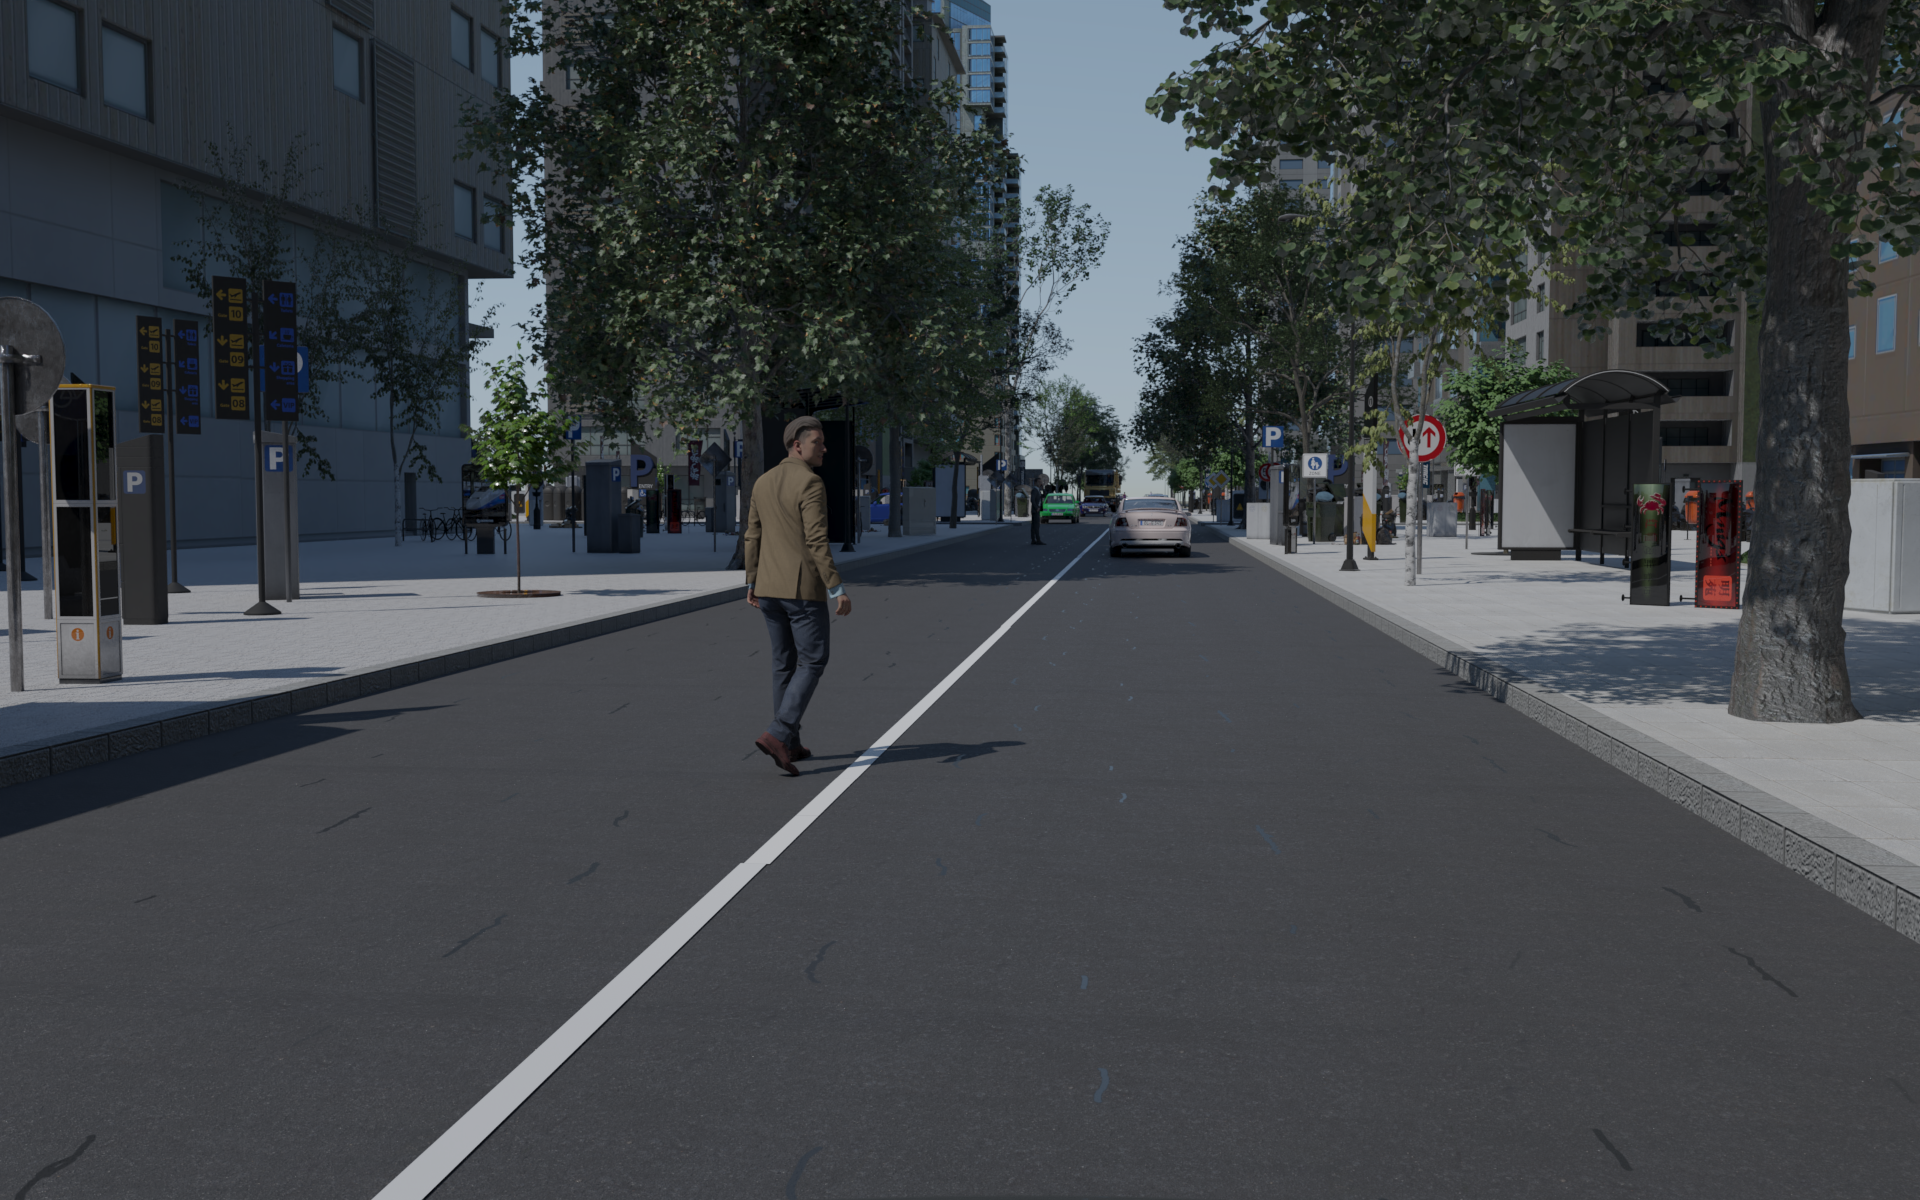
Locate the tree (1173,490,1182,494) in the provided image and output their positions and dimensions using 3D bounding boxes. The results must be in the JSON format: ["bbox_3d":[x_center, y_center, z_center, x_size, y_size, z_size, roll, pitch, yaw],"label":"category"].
[{"bbox_3d":[30.306,-15.202,243.159,1.663,3.219,1.824,0,3,0],"label":"tree"}]

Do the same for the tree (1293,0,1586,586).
[{"bbox_3d":[6.479,-4.510,24.093,4.737,8.622,4.395,0,3,0],"label":"tree"}]

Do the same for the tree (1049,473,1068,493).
[{"bbox_3d":[7.839,-8.959,141.074,1.663,3.219,1.824,0,3,0],"label":"tree"}]

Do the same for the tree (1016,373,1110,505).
[{"bbox_3d":[8.624,-13.709,149.899,9.928,11.665,9.643,0,3,0],"label":"tree"}]

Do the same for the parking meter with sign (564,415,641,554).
[{"bbox_3d":[-7.764,-2.536,37.720,1.738,3.016,0.543,2,4,25],"label":"parking meter with sign"}]

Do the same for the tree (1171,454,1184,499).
[{"bbox_3d":[26.964,-15.774,208.260,4.360,8.622,3.978,0,3,0],"label":"tree"}]

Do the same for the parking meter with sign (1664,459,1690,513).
[{"bbox_3d":[36.096,-5.519,86.499,1.738,3.016,0.543,1,4,21],"label":"parking meter with sign"}]

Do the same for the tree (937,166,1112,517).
[{"bbox_3d":[1.395,-14.832,98.386,12.611,20.169,13.585,0,3,0],"label":"tree"}]

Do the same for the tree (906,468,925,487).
[{"bbox_3d":[-3.366,-8.174,128.248,1.663,3.219,1.824,0,3,0],"label":"tree"}]

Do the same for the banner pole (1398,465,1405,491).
[{"bbox_3d":[38.400,-9.817,150.529,0.401,3.779,0.863,-2,4,-32],"label":"banner pole"}]

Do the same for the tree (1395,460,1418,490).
[{"bbox_3d":[25.054,-6.252,96.820,1.663,3.219,1.824,0,3,0],"label":"tree"}]

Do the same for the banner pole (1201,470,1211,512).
[{"bbox_3d":[17.665,-8.238,124.700,0.863,3.779,0.401,0,4,2],"label":"banner pole"}]

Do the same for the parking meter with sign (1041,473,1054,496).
[{"bbox_3d":[7.439,-9.042,144.104,1.738,3.016,0.543,3,4,37],"label":"parking meter with sign"}]

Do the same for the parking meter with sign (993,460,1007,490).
[{"bbox_3d":[1.963,-5.655,88.719,0.543,3.016,1.738,-1,4,-10],"label":"parking meter with sign"}]

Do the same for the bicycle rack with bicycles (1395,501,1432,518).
[{"bbox_3d":[24.780,-4.915,93.737,2.852,0.926,2.925,-3,5,-44],"label":"bicycle rack with bicycles"}]

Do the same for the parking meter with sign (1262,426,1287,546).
[{"bbox_3d":[8.081,-2.897,43.633,0.543,3.016,1.738,0,4,-5],"label":"parking meter with sign"}]

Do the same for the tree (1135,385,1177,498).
[{"bbox_3d":[31.190,-24.318,253.481,12.611,20.169,13.585,0,3,0],"label":"tree"}]

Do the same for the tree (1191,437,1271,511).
[{"bbox_3d":[13.776,-6.228,85.540,4.285,4.588,4.351,0,3,0],"label":"tree"}]

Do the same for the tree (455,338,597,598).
[{"bbox_3d":[-5.521,-1.650,21.587,1.663,3.219,1.824,0,3,0],"label":"tree"}]

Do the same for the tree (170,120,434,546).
[{"bbox_3d":[-13.731,-5.181,35.068,4.360,8.622,3.978,0,3,0],"label":"tree"}]

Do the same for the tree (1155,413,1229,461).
[{"bbox_3d":[22.853,-15.872,169.883,12.009,13.543,11.850,0,3,0],"label":"tree"}]

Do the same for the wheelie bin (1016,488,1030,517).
[{"bbox_3d":[3.450,-5.348,95.345,0.693,1.594,0.980,1,4,14],"label":"wheelie bin"}]

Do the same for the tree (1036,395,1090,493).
[{"bbox_3d":[7.344,-10.906,128.678,4.360,8.622,3.978,0,3,0],"label":"tree"}]

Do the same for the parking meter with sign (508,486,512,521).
[{"bbox_3d":[-21.966,-5.205,81.369,1.738,3.016,0.543,0,4,3],"label":"parking meter with sign"}]

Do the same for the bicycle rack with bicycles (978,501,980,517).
[{"bbox_3d":[0.703,-5.040,95.783,2.852,0.926,2.925,1,4,10],"label":"bicycle rack with bicycles"}]

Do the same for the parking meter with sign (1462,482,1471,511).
[{"bbox_3d":[32.662,-7.102,112.377,0.543,3.016,1.738,-1,4,-14],"label":"parking meter with sign"}]

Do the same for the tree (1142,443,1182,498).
[{"bbox_3d":[28.908,-19.545,237.695,7.486,12.596,7.792,0,3,0],"label":"tree"}]

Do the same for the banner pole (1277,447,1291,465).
[{"bbox_3d":[15.357,-5.662,82.584,0.863,3.779,0.401,2,4,23],"label":"banner pole"}]

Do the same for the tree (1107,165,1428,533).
[{"bbox_3d":[9.813,-7.031,49.375,7.601,10.594,8.767,3,4,36],"label":"tree"}]

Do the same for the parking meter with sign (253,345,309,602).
[{"bbox_3d":[-8.337,-1.523,21.169,0.543,3.016,1.738,-2,4,-28],"label":"parking meter with sign"}]

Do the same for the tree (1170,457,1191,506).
[{"bbox_3d":[18.473,-8.925,129.635,4.285,4.588,4.351,0,3,0],"label":"tree"}]

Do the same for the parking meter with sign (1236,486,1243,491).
[{"bbox_3d":[18.957,-7.453,118.109,1.738,3.016,0.543,0,4,-1],"label":"parking meter with sign"}]

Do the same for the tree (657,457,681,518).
[{"bbox_3d":[-15.896,-5.938,91.690,1.663,3.219,1.824,0,3,0],"label":"tree"}]

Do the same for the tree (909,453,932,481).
[{"bbox_3d":[-2.291,-9.401,137.413,4.285,4.588,4.351,0,3,0],"label":"tree"}]

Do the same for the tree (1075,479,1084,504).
[{"bbox_3d":[18.108,-15.835,242.623,4.285,4.588,4.351,0,3,0],"label":"tree"}]

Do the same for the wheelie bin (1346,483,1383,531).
[{"bbox_3d":[11.169,-2.429,47.617,0.693,1.594,0.980,-3,4,-36],"label":"wheelie bin"}]

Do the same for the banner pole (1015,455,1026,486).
[{"bbox_3d":[3.869,-7.349,110.180,0.863,3.779,0.401,-3,4,-38],"label":"banner pole"}]

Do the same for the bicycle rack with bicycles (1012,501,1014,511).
[{"bbox_3d":[5.119,-8.475,151.955,2.852,0.926,2.925,2,4,32],"label":"bicycle rack with bicycles"}]

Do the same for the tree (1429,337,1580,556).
[{"bbox_3d":[11.499,-3.229,36.510,4.285,4.588,4.351,0,3,0],"label":"tree"}]

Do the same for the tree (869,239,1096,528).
[{"bbox_3d":[-0.235,-7.927,64.012,8.767,10.594,7.601,-1,4,-8],"label":"tree"}]

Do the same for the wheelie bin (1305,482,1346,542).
[{"bbox_3d":[9.697,-2.359,46.476,0.693,1.594,0.980,-2,4,-25],"label":"wheelie bin"}]

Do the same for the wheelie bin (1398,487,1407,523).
[{"bbox_3d":[19.843,-4.228,77.031,0.693,1.594,0.980,2,4,23],"label":"wheelie bin"}]

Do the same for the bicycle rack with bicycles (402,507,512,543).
[{"bbox_3d":[-13.932,-2.075,47.309,2.852,0.926,2.925,-3,5,-41],"label":"bicycle rack with bicycles"}]

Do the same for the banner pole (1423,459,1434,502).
[{"bbox_3d":[24.129,-6.066,89.199,0.863,3.779,0.401,2,4,29],"label":"banner pole"}]

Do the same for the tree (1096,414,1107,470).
[{"bbox_3d":[12.736,-15.458,187.155,8.767,10.594,7.601,-1,4,-15],"label":"tree"}]

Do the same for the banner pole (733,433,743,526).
[{"bbox_3d":[-8.841,-4.856,69.407,0.863,3.779,0.401,2,4,32],"label":"banner pole"}]

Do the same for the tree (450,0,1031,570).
[{"bbox_3d":[-3.600,-6.875,29.408,9.611,12.733,9.660,0,3,0],"label":"tree"}]

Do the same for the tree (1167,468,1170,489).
[{"bbox_3d":[18.324,-9.408,137.537,4.285,4.588,4.351,0,3,0],"label":"tree"}]

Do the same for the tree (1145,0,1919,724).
[{"bbox_3d":[4.719,-6.300,9.665,9.857,13.997,8.962,0,3,0],"label":"tree"}]

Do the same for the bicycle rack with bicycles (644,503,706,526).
[{"bbox_3d":[-11.847,-3.409,69.127,2.925,0.926,2.852,3,5,44],"label":"bicycle rack with bicycles"}]

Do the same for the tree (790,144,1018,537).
[{"bbox_3d":[-2.345,-8.151,51.402,7.486,12.596,7.792,0,3,0],"label":"tree"}]

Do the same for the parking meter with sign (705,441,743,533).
[{"bbox_3d":[-7.834,-3.755,57.657,1.738,3.016,0.543,3,5,43],"label":"parking meter with sign"}]

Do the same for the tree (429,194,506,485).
[{"bbox_3d":[-13.543,-5.620,42.245,4.360,8.622,3.978,0,3,0],"label":"tree"}]

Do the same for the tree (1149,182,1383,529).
[{"bbox_3d":[10.473,-8.922,62.890,9.611,12.733,9.660,0,3,0],"label":"tree"}]

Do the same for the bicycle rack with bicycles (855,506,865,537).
[{"bbox_3d":[-4.163,-2.367,52.082,2.852,0.926,2.925,0,4,-8],"label":"bicycle rack with bicycles"}]

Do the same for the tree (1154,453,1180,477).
[{"bbox_3d":[35.682,-22.165,288.149,9.928,11.665,9.643,0,3,0],"label":"tree"}]
